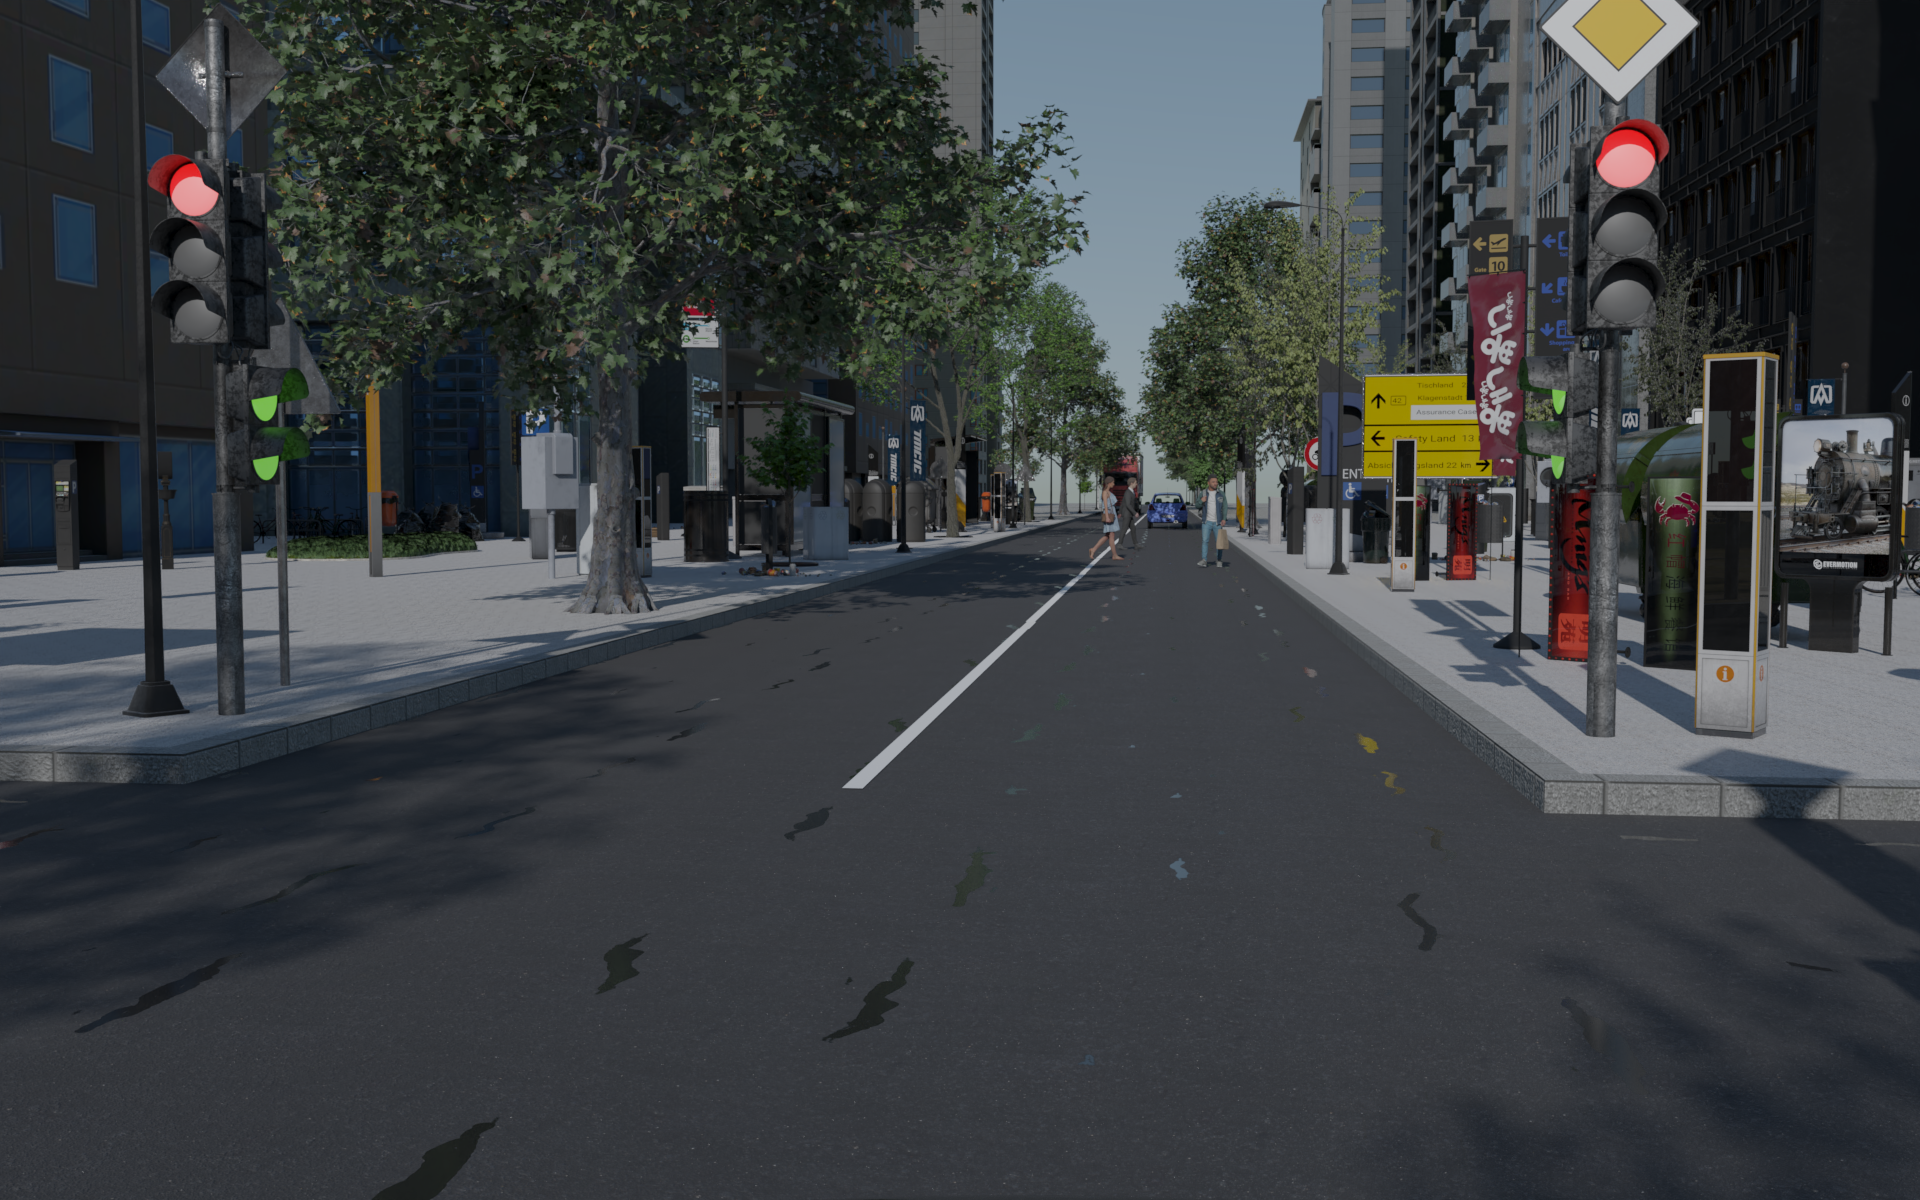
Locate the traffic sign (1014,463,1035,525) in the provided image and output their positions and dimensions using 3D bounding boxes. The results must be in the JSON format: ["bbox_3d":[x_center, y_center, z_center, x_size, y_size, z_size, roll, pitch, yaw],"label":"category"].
[{"bbox_3d":[2.676,-4.375,71.543,0.884,2.594,0.081,1,4,8],"label":"traffic sign"}]

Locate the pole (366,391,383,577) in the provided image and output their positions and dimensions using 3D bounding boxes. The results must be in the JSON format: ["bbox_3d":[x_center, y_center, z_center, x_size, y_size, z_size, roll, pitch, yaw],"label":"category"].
[{"bbox_3d":[-9.035,-2.009,26.697,0.158,3.312,0.155,0,3,0],"label":"pole"}]

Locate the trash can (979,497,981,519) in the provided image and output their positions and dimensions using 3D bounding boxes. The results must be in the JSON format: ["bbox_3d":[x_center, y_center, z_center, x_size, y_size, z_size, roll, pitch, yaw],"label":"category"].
[{"bbox_3d":[0.719,-4.486,85.007,0.748,1.137,0.748,0,3,0],"label":"trash can"}]

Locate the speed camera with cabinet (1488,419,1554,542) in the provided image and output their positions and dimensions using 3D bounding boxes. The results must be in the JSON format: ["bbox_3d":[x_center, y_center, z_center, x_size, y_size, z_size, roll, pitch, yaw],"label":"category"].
[{"bbox_3d":[14.968,-3.162,46.030,2.038,3.252,0.660,1,4,18],"label":"speed camera with cabinet"}]

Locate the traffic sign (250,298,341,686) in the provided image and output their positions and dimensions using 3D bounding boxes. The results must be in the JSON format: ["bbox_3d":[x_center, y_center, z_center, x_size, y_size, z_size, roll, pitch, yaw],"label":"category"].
[{"bbox_3d":[-4.519,-0.705,11.526,0.884,2.594,0.081,1,4,15],"label":"traffic sign"}]

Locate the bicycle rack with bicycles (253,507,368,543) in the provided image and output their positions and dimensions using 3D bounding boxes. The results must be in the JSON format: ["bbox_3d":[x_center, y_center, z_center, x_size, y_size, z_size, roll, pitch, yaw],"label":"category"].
[{"bbox_3d":[-16.890,-1.957,45.373,2.925,0.926,2.852,1,4,18],"label":"bicycle rack with bicycles"}]

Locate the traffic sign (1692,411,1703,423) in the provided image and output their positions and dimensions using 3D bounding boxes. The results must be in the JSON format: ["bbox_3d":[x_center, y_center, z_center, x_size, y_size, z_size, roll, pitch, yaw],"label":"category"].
[{"bbox_3d":[9.083,-1.141,20.793,0.606,2.300,0.079,1,4,15],"label":"traffic sign"}]

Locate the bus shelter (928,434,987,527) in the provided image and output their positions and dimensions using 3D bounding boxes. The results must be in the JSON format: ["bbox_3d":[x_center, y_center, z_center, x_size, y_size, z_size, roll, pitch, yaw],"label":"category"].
[{"bbox_3d":[-0.053,-4.889,71.225,1.731,3.624,6.357,0,4,7],"label":"bus shelter"}]

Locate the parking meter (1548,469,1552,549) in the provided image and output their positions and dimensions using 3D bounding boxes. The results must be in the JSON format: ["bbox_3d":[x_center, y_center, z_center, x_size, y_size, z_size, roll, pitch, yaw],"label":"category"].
[{"bbox_3d":[14.030,-2.135,40.611,0.399,1.863,0.255,-2,4,-29],"label":"parking meter"}]

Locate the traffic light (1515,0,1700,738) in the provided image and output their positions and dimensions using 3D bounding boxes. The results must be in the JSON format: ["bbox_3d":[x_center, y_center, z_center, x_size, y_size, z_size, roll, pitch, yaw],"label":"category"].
[{"bbox_3d":[3.381,-1.233,9.079,0.839,4.253,0.868,0,4,7],"label":"traffic light"}]

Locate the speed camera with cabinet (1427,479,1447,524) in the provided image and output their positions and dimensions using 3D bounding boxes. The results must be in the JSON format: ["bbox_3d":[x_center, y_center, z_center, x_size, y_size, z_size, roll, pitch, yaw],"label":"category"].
[{"bbox_3d":[20.636,-4.860,73.789,0.660,3.252,2.038,-1,4,-13],"label":"speed camera with cabinet"}]

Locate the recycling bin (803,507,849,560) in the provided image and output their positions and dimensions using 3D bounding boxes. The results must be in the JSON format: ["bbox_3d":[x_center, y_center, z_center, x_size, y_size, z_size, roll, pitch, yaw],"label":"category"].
[{"bbox_3d":[-2.628,-1.305,33.892,0.722,1.027,0.722,-2,4,-24],"label":"recycling bin"}]

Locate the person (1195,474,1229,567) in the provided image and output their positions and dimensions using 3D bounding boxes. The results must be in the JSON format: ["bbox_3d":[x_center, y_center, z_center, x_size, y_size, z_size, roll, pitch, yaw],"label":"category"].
[{"bbox_3d":[4.948,-1.540,33.656,0.794,1.824,0.713,2,4,30],"label":"person"}]

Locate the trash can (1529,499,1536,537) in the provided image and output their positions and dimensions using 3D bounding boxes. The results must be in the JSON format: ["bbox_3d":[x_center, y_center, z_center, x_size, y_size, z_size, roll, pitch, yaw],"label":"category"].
[{"bbox_3d":[17.514,-2.478,52.171,0.748,1.137,0.748,0,3,0],"label":"trash can"}]

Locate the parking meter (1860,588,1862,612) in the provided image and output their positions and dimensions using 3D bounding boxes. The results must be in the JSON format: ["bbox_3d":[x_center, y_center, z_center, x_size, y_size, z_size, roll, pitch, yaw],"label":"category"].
[{"bbox_3d":[9.616,-0.802,18.826,0.399,1.863,0.255,-2,4,-29],"label":"parking meter"}]

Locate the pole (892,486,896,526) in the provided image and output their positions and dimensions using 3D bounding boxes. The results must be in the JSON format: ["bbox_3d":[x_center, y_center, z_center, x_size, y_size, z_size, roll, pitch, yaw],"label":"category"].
[{"bbox_3d":[-2.681,-4.675,70.287,0.158,3.312,0.155,0,3,0],"label":"pole"}]

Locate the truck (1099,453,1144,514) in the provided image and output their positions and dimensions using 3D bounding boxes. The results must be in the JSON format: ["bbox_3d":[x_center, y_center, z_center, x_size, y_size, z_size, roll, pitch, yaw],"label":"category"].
[{"bbox_3d":[11.315,-8.024,120.100,2.839,4.237,11.283,0,4,8],"label":"truck"}]

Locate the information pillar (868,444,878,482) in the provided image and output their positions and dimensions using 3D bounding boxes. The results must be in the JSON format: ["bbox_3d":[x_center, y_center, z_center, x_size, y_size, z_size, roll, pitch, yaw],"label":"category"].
[{"bbox_3d":[-4.081,-5.498,81.247,0.504,3.616,0.183,0,4,-7],"label":"information pillar"}]

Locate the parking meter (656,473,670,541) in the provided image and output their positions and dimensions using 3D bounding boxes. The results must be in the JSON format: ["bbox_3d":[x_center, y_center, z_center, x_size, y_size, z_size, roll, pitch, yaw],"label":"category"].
[{"bbox_3d":[-8.215,-2.581,47.908,0.255,1.863,0.399,-2,4,-29],"label":"parking meter"}]

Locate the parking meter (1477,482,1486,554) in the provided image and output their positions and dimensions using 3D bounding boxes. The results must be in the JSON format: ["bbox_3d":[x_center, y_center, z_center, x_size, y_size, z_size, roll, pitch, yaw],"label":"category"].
[{"bbox_3d":[11.052,-1.754,37.095,0.372,1.533,0.369,0,3,0],"label":"parking meter"}]

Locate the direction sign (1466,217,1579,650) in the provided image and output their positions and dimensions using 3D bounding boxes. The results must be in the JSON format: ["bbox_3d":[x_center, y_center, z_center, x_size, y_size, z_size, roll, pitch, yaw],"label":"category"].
[{"bbox_3d":[4.642,-1.366,14.333,0.876,3.537,0.379,1,4,18],"label":"direction sign"}]

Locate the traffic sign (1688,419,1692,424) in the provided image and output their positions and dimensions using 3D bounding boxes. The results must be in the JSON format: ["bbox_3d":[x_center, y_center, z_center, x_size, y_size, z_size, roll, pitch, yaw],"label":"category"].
[{"bbox_3d":[10.030,-1.290,23.218,0.606,2.300,0.079,1,4,14],"label":"traffic sign"}]

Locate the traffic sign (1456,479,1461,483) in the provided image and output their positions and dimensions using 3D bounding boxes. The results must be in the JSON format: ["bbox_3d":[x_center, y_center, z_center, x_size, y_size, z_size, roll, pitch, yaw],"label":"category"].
[{"bbox_3d":[8.700,-1.841,30.214,0.768,2.556,0.104,1,4,14],"label":"traffic sign"}]

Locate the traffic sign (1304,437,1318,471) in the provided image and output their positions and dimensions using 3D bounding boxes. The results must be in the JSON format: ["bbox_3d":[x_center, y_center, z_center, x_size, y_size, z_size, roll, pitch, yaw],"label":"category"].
[{"bbox_3d":[7.972,-2.330,38.208,0.768,2.556,0.104,1,4,13],"label":"traffic sign"}]

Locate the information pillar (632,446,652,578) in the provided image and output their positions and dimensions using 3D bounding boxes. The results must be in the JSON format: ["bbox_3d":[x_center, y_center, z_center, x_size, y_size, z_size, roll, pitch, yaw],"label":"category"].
[{"bbox_3d":[-4.930,-1.350,26.569,0.304,2.012,0.304,1,4,15],"label":"information pillar"}]

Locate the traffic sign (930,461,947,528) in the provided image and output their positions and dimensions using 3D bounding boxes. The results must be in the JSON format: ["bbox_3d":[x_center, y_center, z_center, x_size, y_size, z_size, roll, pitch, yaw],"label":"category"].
[{"bbox_3d":[-0.777,-3.988,65.303,0.768,2.556,0.104,1,4,14],"label":"traffic sign"}]

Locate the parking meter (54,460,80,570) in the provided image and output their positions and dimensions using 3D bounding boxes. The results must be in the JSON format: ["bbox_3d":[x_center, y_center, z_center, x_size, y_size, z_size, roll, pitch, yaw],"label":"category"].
[{"bbox_3d":[-15.082,-1.439,29.246,0.255,1.863,0.399,0,4,-8],"label":"parking meter"}]

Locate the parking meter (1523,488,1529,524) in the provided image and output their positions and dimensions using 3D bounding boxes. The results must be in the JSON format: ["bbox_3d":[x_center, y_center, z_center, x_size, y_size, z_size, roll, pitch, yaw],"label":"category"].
[{"bbox_3d":[24.390,-4.067,74.909,0.372,1.533,0.369,0,3,0],"label":"parking meter"}]

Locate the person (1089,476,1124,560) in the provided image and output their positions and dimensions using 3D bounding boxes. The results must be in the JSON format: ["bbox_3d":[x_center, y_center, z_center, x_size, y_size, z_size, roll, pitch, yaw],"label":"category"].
[{"bbox_3d":[3.176,-1.772,37.564,0.778,1.811,0.616,1,4,17],"label":"person"}]

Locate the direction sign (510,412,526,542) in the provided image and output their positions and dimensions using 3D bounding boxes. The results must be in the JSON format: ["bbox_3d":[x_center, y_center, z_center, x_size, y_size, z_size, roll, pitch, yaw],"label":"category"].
[{"bbox_3d":[-11.969,-3.356,46.872,0.379,3.537,0.876,0,4,7],"label":"direction sign"}]

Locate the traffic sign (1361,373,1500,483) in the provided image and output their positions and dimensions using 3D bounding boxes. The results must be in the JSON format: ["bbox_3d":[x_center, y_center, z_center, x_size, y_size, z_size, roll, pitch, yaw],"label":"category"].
[{"bbox_3d":[7.929,-2.162,29.227,2.265,3.308,0.079,1,4,12],"label":"traffic sign"}]

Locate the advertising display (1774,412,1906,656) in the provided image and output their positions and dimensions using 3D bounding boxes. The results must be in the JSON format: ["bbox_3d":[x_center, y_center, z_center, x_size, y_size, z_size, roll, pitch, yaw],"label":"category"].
[{"bbox_3d":[7.113,-0.540,14.049,0.123,1.923,0.974,-3,4,-36],"label":"advertising display"}]

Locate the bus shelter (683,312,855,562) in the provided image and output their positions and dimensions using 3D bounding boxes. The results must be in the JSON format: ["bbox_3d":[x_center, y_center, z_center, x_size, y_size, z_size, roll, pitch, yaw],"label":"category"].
[{"bbox_3d":[-4.093,-3.610,36.651,2.179,5.291,8.768,0,4,7],"label":"bus shelter"}]

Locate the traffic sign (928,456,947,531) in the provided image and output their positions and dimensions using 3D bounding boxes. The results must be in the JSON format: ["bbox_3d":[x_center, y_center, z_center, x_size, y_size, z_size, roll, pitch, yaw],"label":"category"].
[{"bbox_3d":[-0.663,-3.633,59.409,0.884,2.594,0.081,1,4,12],"label":"traffic sign"}]

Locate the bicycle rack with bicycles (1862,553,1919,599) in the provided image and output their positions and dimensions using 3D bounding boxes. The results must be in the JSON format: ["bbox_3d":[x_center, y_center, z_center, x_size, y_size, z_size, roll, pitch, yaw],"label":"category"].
[{"bbox_3d":[12.619,-0.492,21.428,2.925,0.926,2.852,3,5,41],"label":"bicycle rack with bicycles"}]

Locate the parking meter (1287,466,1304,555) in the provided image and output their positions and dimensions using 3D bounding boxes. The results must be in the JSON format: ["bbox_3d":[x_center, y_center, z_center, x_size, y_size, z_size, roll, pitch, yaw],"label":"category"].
[{"bbox_3d":[7.123,-1.900,36.772,0.255,1.863,0.399,-1,4,-10],"label":"parking meter"}]

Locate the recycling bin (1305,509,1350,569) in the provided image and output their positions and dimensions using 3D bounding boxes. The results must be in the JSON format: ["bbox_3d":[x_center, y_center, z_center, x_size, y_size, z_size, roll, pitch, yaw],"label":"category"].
[{"bbox_3d":[6.330,-1.059,29.861,0.722,1.027,0.722,1,4,10],"label":"recycling bin"}]

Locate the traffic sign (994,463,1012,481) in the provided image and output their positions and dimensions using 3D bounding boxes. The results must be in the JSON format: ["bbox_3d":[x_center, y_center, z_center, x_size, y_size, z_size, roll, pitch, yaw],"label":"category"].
[{"bbox_3d":[1.758,-4.351,71.247,0.768,2.556,0.104,1,4,11],"label":"traffic sign"}]

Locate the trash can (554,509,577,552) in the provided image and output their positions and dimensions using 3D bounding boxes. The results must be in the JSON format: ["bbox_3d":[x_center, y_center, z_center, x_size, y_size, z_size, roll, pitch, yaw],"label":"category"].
[{"bbox_3d":[-8.722,-1.634,38.374,0.748,1.137,0.748,0,3,0],"label":"trash can"}]

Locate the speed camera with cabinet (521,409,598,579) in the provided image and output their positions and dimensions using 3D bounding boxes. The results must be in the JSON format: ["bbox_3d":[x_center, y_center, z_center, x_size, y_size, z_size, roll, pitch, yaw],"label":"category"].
[{"bbox_3d":[-5.852,-1.996,26.964,0.660,3.252,2.038,3,4,36],"label":"speed camera with cabinet"}]

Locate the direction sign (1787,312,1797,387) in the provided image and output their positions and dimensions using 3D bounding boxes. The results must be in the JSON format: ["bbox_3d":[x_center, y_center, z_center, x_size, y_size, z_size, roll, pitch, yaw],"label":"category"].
[{"bbox_3d":[10.520,-1.834,21.978,0.379,3.537,0.876,2,4,30],"label":"direction sign"}]

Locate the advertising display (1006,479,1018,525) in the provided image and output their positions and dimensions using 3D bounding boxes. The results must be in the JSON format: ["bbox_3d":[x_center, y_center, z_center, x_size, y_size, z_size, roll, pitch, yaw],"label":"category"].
[{"bbox_3d":[1.937,-4.108,72.385,0.974,1.923,0.123,-1,4,-14],"label":"advertising display"}]

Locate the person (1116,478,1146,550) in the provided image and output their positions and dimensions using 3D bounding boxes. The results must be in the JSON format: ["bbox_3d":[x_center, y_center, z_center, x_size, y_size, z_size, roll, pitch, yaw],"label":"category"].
[{"bbox_3d":[4.383,-2.203,44.295,0.755,1.850,0.659,0,4,7],"label":"person"}]

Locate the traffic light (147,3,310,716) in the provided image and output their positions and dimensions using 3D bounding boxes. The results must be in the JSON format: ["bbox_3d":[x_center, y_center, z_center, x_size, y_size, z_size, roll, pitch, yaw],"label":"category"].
[{"bbox_3d":[-4.228,-1.288,9.972,0.839,4.253,0.868,0,4,7],"label":"traffic light"}]
